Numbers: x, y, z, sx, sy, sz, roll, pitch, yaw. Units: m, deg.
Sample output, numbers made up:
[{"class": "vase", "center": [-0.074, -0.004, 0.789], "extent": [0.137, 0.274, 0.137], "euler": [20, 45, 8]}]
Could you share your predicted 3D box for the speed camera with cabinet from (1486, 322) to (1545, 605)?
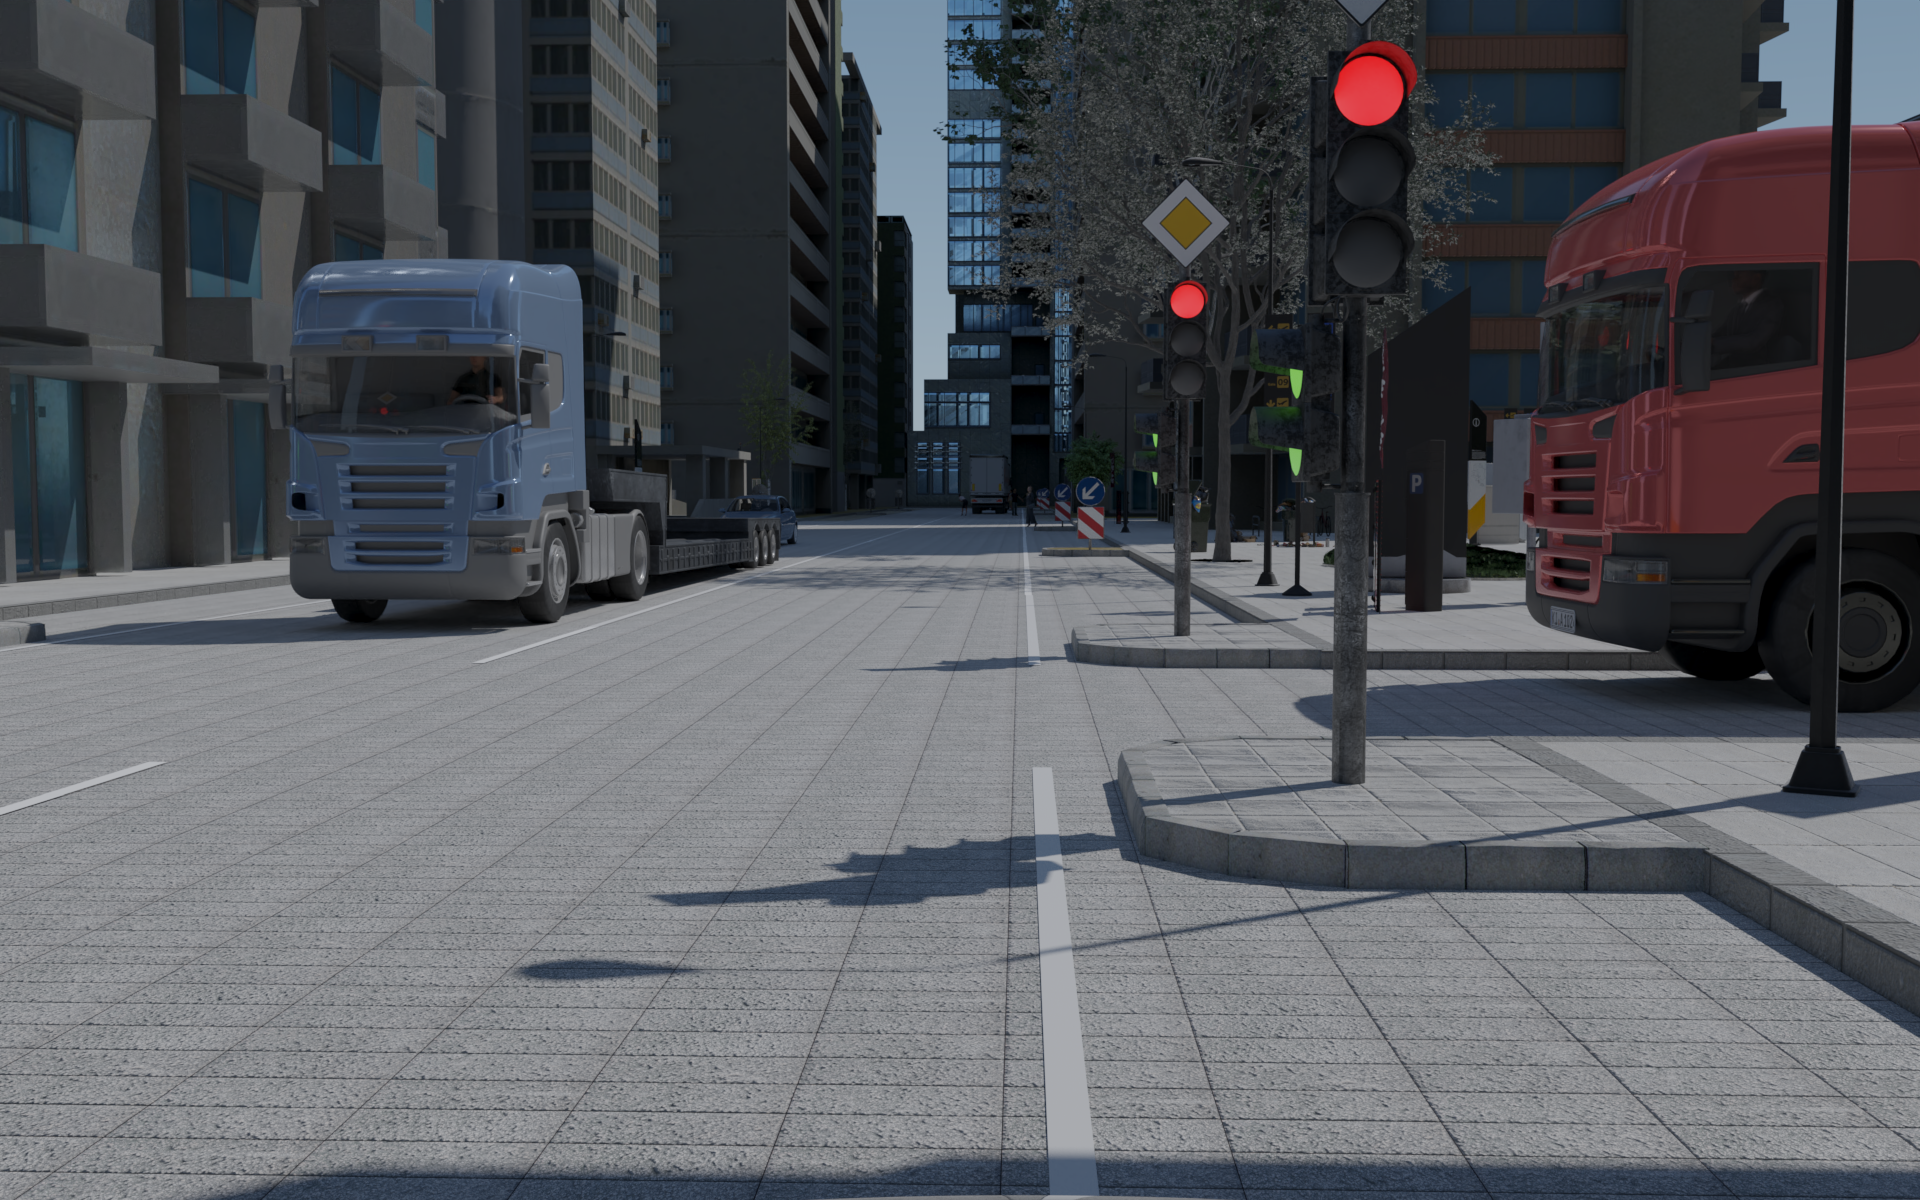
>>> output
[{"class": "speed camera with cabinet", "center": [7.255, -1.601, 20.514], "extent": [2.038, 3.252, 0.660], "euler": [-2, 4, -28]}]

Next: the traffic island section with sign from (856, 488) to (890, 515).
[{"class": "traffic island section with sign", "center": [-6.049, -6.720, 118.499], "extent": [1.989, 1.847, 2.006], "euler": [0, 4, 2]}]

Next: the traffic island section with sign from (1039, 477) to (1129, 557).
[{"class": "traffic island section with sign", "center": [2.912, -1.947, 40.463], "extent": [1.989, 1.847, 2.006], "euler": [0, 4, 2]}]

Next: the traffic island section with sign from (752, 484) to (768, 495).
[{"class": "traffic island section with sign", "center": [-7.842, -3.623, 67.867], "extent": [1.989, 1.847, 2.006], "euler": [0, 4, 2]}]

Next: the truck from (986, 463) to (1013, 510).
[{"class": "truck", "center": [3.302, -10.379, 158.615], "extent": [2.839, 4.237, 11.283], "euler": [0, 4, 3]}]

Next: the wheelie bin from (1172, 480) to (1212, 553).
[{"class": "wheelie bin", "center": [5.125, -1.858, 38.293], "extent": [0.693, 1.594, 0.980], "euler": [-2, 4, -29]}]

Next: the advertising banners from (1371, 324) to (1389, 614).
[{"class": "advertising banners", "center": [4.591, -1.392, 18.944], "extent": [0.090, 3.025, 2.074], "euler": [1, 4, 12]}]

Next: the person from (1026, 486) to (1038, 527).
[{"class": "person", "center": [3.089, -4.080, 75.629], "extent": [0.534, 1.772, 0.576], "euler": [-3, 5, -41]}]

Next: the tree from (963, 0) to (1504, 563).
[{"class": "tree", "center": [5.081, -7.468, 32.465], "extent": [12.009, 13.543, 11.850], "euler": [0, 3, 0]}]

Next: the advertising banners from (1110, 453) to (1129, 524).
[{"class": "advertising banners", "center": [6.794, -4.754, 73.917], "extent": [0.090, 3.025, 2.074], "euler": [2, 4, 28]}]

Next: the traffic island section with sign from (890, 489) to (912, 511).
[{"class": "traffic island section with sign", "center": [-5.089, -8.368, 145.437], "extent": [1.989, 1.847, 2.006], "euler": [0, 4, 2]}]

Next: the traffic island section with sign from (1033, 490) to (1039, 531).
[{"class": "traffic island section with sign", "center": [3.871, -3.595, 67.402], "extent": [1.989, 1.847, 2.006], "euler": [0, 4, 2]}]

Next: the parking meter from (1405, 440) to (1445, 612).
[{"class": "parking meter", "center": [5.094, -0.813, 19.003], "extent": [0.255, 1.863, 0.399], "euler": [-2, 4, -24]}]

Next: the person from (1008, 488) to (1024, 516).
[{"class": "person", "center": [3.631, -6.483, 114.504], "extent": [1.348, 1.822, 0.705], "euler": [-3, 4, -39]}]

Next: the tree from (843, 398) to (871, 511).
[{"class": "tree", "center": [-8.951, -11.126, 132.273], "extent": [4.360, 8.622, 3.978], "euler": [0, 3, 0]}]

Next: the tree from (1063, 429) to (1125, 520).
[{"class": "tree", "center": [6.749, -6.345, 87.447], "extent": [4.285, 4.588, 4.351], "euler": [0, 3, 0]}]

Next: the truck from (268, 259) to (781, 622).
[{"class": "truck", "center": [-5.334, -2.232, 26.255], "extent": [2.967, 4.110, 18.799], "euler": [0, 4, 3]}]

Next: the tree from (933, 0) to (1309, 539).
[{"class": "tree", "center": [5.477, -11.759, 48.154], "extent": [12.611, 20.169, 13.585], "euler": [0, 3, 0]}]

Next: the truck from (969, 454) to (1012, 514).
[{"class": "truck", "center": [2.244, -8.511, 128.067], "extent": [2.839, 4.237, 11.283], "euler": [0, 4, 4]}]

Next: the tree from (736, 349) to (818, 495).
[{"class": "tree", "center": [-9.657, -8.477, 88.955], "extent": [4.737, 8.622, 4.395], "euler": [0, 3, 0]}]

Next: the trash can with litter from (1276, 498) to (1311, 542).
[{"class": "trash can with litter", "center": [9.002, -2.157, 46.647], "extent": [0.624, 1.170, 1.055], "euler": [3, 4, 37]}]

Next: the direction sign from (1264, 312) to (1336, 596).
[{"class": "direction sign", "center": [4.263, -1.823, 21.800], "extent": [0.876, 3.537, 0.379], "euler": [1, 4, 19]}]

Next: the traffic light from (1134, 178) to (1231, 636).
[{"class": "traffic light", "center": [1.995, -1.631, 15.585], "extent": [0.839, 4.253, 0.868], "euler": [0, 4, 2]}]

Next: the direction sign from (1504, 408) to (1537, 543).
[{"class": "direction sign", "center": [14.750, -3.283, 45.676], "extent": [0.876, 3.537, 0.379], "euler": [0, 4, -4]}]

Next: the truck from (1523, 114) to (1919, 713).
[{"class": "truck", "center": [9.283, -1.429, 12.275], "extent": [11.283, 4.237, 2.839], "euler": [0, 4, 1]}]

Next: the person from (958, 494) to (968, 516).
[{"class": "person", "center": [0.181, -6.283, 114.423], "extent": [0.799, 1.438, 0.628], "euler": [1, 4, 17]}]

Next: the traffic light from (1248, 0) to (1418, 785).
[{"class": "traffic light", "center": [1.712, -1.143, 7.605], "extent": [0.839, 4.253, 0.868], "euler": [0, 4, 2]}]

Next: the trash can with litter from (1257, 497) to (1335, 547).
[{"class": "trash can with litter", "center": [8.272, -1.917, 42.405], "extent": [1.678, 1.210, 2.233], "euler": [-2, 4, -35]}]

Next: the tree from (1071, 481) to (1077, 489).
[{"class": "tree", "center": [6.705, -6.042, 93.396], "extent": [1.663, 3.219, 1.824], "euler": [0, 3, 0]}]

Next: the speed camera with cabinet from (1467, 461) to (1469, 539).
[{"class": "speed camera with cabinet", "center": [14.931, -3.299, 48.274], "extent": [0.660, 3.252, 2.038], "euler": [-2, 4, -24]}]

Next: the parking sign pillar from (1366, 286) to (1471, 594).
[{"class": "parking sign pillar", "center": [6.022, -2.102, 22.838], "extent": [1.447, 3.967, 1.447], "euler": [1, 4, 14]}]
